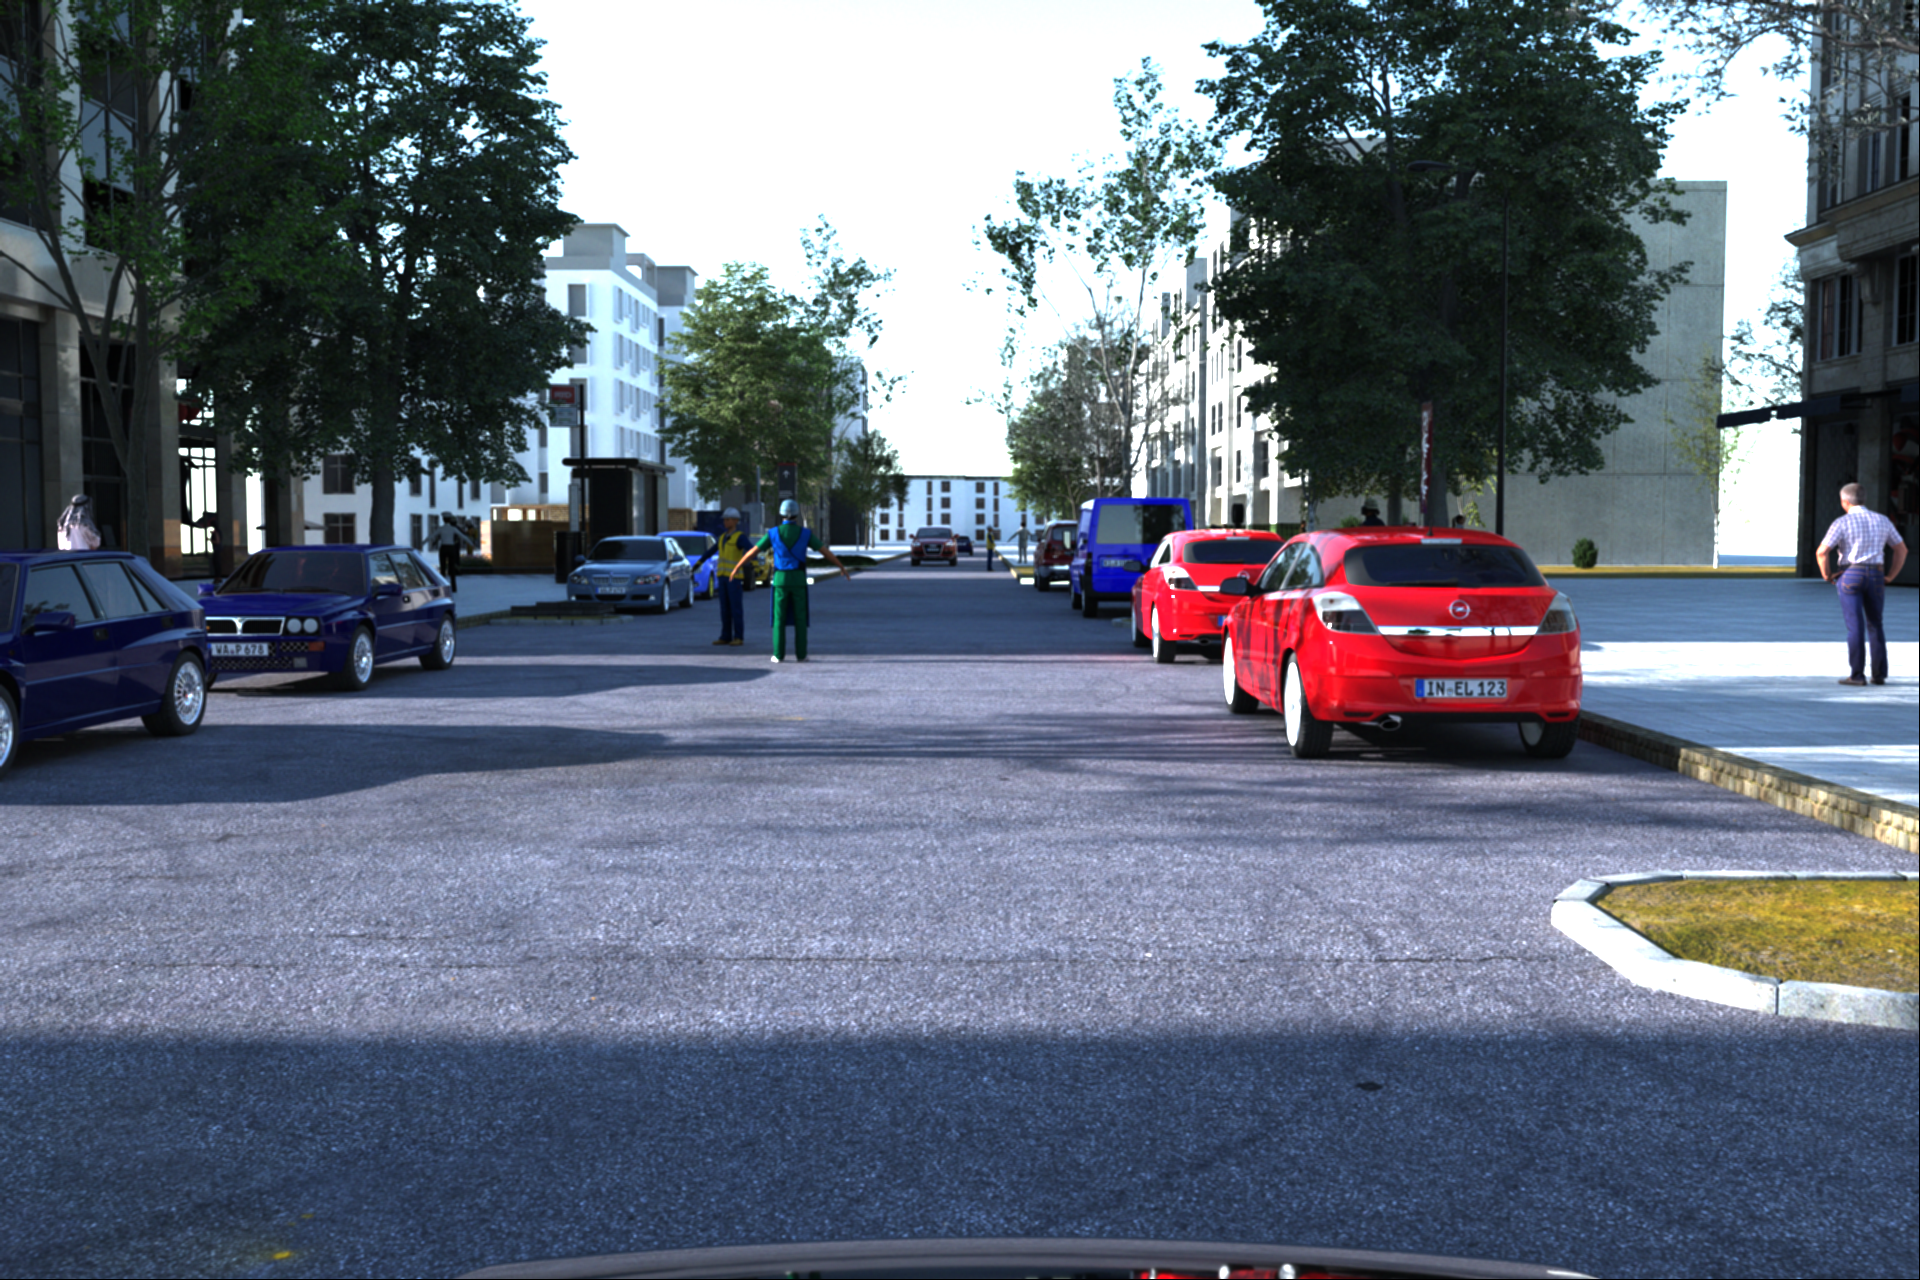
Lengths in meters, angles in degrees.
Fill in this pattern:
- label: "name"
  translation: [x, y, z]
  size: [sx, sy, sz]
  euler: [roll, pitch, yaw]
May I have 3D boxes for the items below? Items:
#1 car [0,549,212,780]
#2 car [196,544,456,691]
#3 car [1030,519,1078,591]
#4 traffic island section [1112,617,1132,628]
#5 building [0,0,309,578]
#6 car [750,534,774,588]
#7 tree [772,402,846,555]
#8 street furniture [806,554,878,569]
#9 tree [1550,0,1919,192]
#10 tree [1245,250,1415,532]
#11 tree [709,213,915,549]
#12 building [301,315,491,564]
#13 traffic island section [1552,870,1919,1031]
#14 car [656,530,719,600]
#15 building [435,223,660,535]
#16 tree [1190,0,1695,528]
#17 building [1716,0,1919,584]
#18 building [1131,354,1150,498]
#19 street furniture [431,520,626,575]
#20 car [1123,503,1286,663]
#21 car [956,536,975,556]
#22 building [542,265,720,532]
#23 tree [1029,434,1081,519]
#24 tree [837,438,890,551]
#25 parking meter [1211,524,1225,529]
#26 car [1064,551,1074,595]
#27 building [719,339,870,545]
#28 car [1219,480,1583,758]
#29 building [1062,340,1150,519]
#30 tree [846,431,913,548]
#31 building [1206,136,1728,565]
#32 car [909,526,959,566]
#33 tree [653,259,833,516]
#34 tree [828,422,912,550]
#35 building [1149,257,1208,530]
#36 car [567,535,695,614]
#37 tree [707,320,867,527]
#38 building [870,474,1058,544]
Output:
- label: "car"
  translation: [-6.351, 0.094, 11.042]
  size: [1.945, 1.354, 3.894]
  euler: [0, 4, 1]
- label: "car"
  translation: [-6.281, -0.271, 17.017]
  size: [1.945, 1.354, 3.894]
  euler: [0, 4, 1]
- label: "car"
  translation: [2.968, -2.211, 44.823]
  size: [2.281, 1.827, 5.304]
  euler: [0, 4, 1]
- label: "traffic island section"
  translation: [3.394, -0.260, 27.117]
  size: [1.991, 0.108, 1.994]
  euler: [0, 4, 1]
- label: "building"
  translation: [-32.112, -16.568, 37.109]
  size: [22.709, 31.103, 35.509]
  euler: [0, 4, 1]
- label: "car"
  translation: [-5.895, -2.277, 47.455]
  size: [2.015, 1.641, 3.980]
  euler: [0, 4, 0]
- label: "tree"
  translation: [-8.686, -8.832, 94.771]
  size: [4.360, 8.622, 3.978]
  euler: [0, 3, 0]
- label: "street furniture"
  translation: [-8.322, -3.148, 67.091]
  size: [10.072, 0.657, 5.734]
  euler: [0, 4, 3]
- label: "tree"
  translation: [9.090, -6.259, 12.700]
  size: [12.009, 13.543, 11.850]
  euler: [0, 3, 0]
- label: "tree"
  translation: [8.688, -5.715, 43.797]
  size: [4.360, 8.622, 3.978]
  euler: [0, 3, 0]
- label: "tree"
  translation: [-9.029, -15.248, 105.188]
  size: [12.611, 20.169, 13.585]
  euler: [0, 3, 0]
- label: "building"
  translation: [-25.922, -8.390, 79.321]
  size: [9.099, 9.664, 28.070]
  euler: [0, 4, 0]
- label: "traffic island section"
  translation: [3.157, 1.034, 5.953]
  size: [1.991, 0.108, 1.994]
  euler: [0, 4, 1]
- label: "car"
  translation: [-6.210, -1.786, 38.786]
  size: [1.945, 1.707, 3.694]
  euler: [0, 4, 1]
- label: "building"
  translation: [-25.834, -15.302, 106.611]
  size: [16.016, 20.090, 11.380]
  euler: [0, 4, 1]
- label: "tree"
  translation: [9.236, -7.769, 33.686]
  size: [9.857, 13.997, 8.962]
  euler: [0, 3, 0]
- label: "building"
  translation: [26.360, -17.826, 37.565]
  size: [12.429, 33.558, 17.177]
  euler: [0, 4, 0]
- label: "building"
  translation: [22.822, -19.674, 178.087]
  size: [16.016, 20.090, 11.380]
  euler: [0, 4, 1]
- label: "street furniture"
  translation: [-14.950, -3.203, 59.227]
  size: [11.010, 1.723, 9.812]
  euler: [-1, 4, -19]
- label: "car"
  translation: [3.063, -0.711, 20.663]
  size: [2.155, 1.783, 4.494]
  euler: [0, 4, 1]
- label: "car"
  translation: [0.018, -6.311, 115.768]
  size: [1.945, 1.354, 3.894]
  euler: [0, 4, 0]
- label: "building"
  translation: [-24.030, -16.315, 123.170]
  size: [16.016, 20.090, 11.380]
  euler: [0, 4, 1]
- label: "tree"
  translation: [7.504, -10.709, 125.450]
  size: [4.360, 8.622, 3.978]
  euler: [0, 3, 0]
- label: "tree"
  translation: [-7.697, -11.131, 132.359]
  size: [4.737, 8.622, 4.395]
  euler: [0, 3, 0]
- label: "parking meter"
  translation: [6.700, -2.235, 44.952]
  size: [0.372, 1.533, 0.369]
  euler: [0, 3, 0]
- label: "car"
  translation: [3.418, -1.827, 39.653]
  size: [2.009, 1.686, 4.222]
  euler: [0, 4, 1]
- label: "building"
  translation: [-25.198, -21.556, 196.416]
  size: [27.936, 21.610, 32.646]
  euler: [0, 4, 1]
- label: "car"
  translation: [3.026, -0.216, 12.572]
  size: [2.155, 1.783, 4.494]
  euler: [0, 4, 0]
- label: "building"
  translation: [25.531, -21.669, 198.260]
  size: [27.936, 21.610, 32.646]
  euler: [0, 4, 1]
- label: "tree"
  translation: [-7.536, -13.467, 154.594]
  size: [8.767, 10.594, 7.601]
  euler: [3, 5, 41]
- label: "building"
  translation: [22.716, -13.422, 85.902]
  size: [16.747, 18.905, 31.486]
  euler: [0, 4, 1]
- label: "car"
  translation: [-1.162, -4.318, 79.277]
  size: [2.281, 1.827, 5.304]
  euler: [0, 4, 1]
- label: "tree"
  translation: [-9.266, -9.424, 72.211]
  size: [7.486, 12.596, 7.792]
  euler: [0, 3, 0]
- label: "tree"
  translation: [-7.415, -12.749, 142.854]
  size: [7.601, 10.594, 8.767]
  euler: [-2, 4, -28]
- label: "building"
  translation: [22.871, -15.455, 119.152]
  size: [16.747, 18.905, 31.486]
  euler: [0, 4, 1]
- label: "car"
  translation: [-6.091, -1.250, 32.442]
  size: [2.014, 1.417, 4.499]
  euler: [0, 4, 0]
- label: "tree"
  translation: [-8.621, -9.629, 83.193]
  size: [9.928, 11.665, 9.643]
  euler: [0, 3, 0]
- label: "building"
  translation: [0.109, -18.378, 245.085]
  size: [28.070, 9.664, 9.099]
  euler: [0, 4, -8]
